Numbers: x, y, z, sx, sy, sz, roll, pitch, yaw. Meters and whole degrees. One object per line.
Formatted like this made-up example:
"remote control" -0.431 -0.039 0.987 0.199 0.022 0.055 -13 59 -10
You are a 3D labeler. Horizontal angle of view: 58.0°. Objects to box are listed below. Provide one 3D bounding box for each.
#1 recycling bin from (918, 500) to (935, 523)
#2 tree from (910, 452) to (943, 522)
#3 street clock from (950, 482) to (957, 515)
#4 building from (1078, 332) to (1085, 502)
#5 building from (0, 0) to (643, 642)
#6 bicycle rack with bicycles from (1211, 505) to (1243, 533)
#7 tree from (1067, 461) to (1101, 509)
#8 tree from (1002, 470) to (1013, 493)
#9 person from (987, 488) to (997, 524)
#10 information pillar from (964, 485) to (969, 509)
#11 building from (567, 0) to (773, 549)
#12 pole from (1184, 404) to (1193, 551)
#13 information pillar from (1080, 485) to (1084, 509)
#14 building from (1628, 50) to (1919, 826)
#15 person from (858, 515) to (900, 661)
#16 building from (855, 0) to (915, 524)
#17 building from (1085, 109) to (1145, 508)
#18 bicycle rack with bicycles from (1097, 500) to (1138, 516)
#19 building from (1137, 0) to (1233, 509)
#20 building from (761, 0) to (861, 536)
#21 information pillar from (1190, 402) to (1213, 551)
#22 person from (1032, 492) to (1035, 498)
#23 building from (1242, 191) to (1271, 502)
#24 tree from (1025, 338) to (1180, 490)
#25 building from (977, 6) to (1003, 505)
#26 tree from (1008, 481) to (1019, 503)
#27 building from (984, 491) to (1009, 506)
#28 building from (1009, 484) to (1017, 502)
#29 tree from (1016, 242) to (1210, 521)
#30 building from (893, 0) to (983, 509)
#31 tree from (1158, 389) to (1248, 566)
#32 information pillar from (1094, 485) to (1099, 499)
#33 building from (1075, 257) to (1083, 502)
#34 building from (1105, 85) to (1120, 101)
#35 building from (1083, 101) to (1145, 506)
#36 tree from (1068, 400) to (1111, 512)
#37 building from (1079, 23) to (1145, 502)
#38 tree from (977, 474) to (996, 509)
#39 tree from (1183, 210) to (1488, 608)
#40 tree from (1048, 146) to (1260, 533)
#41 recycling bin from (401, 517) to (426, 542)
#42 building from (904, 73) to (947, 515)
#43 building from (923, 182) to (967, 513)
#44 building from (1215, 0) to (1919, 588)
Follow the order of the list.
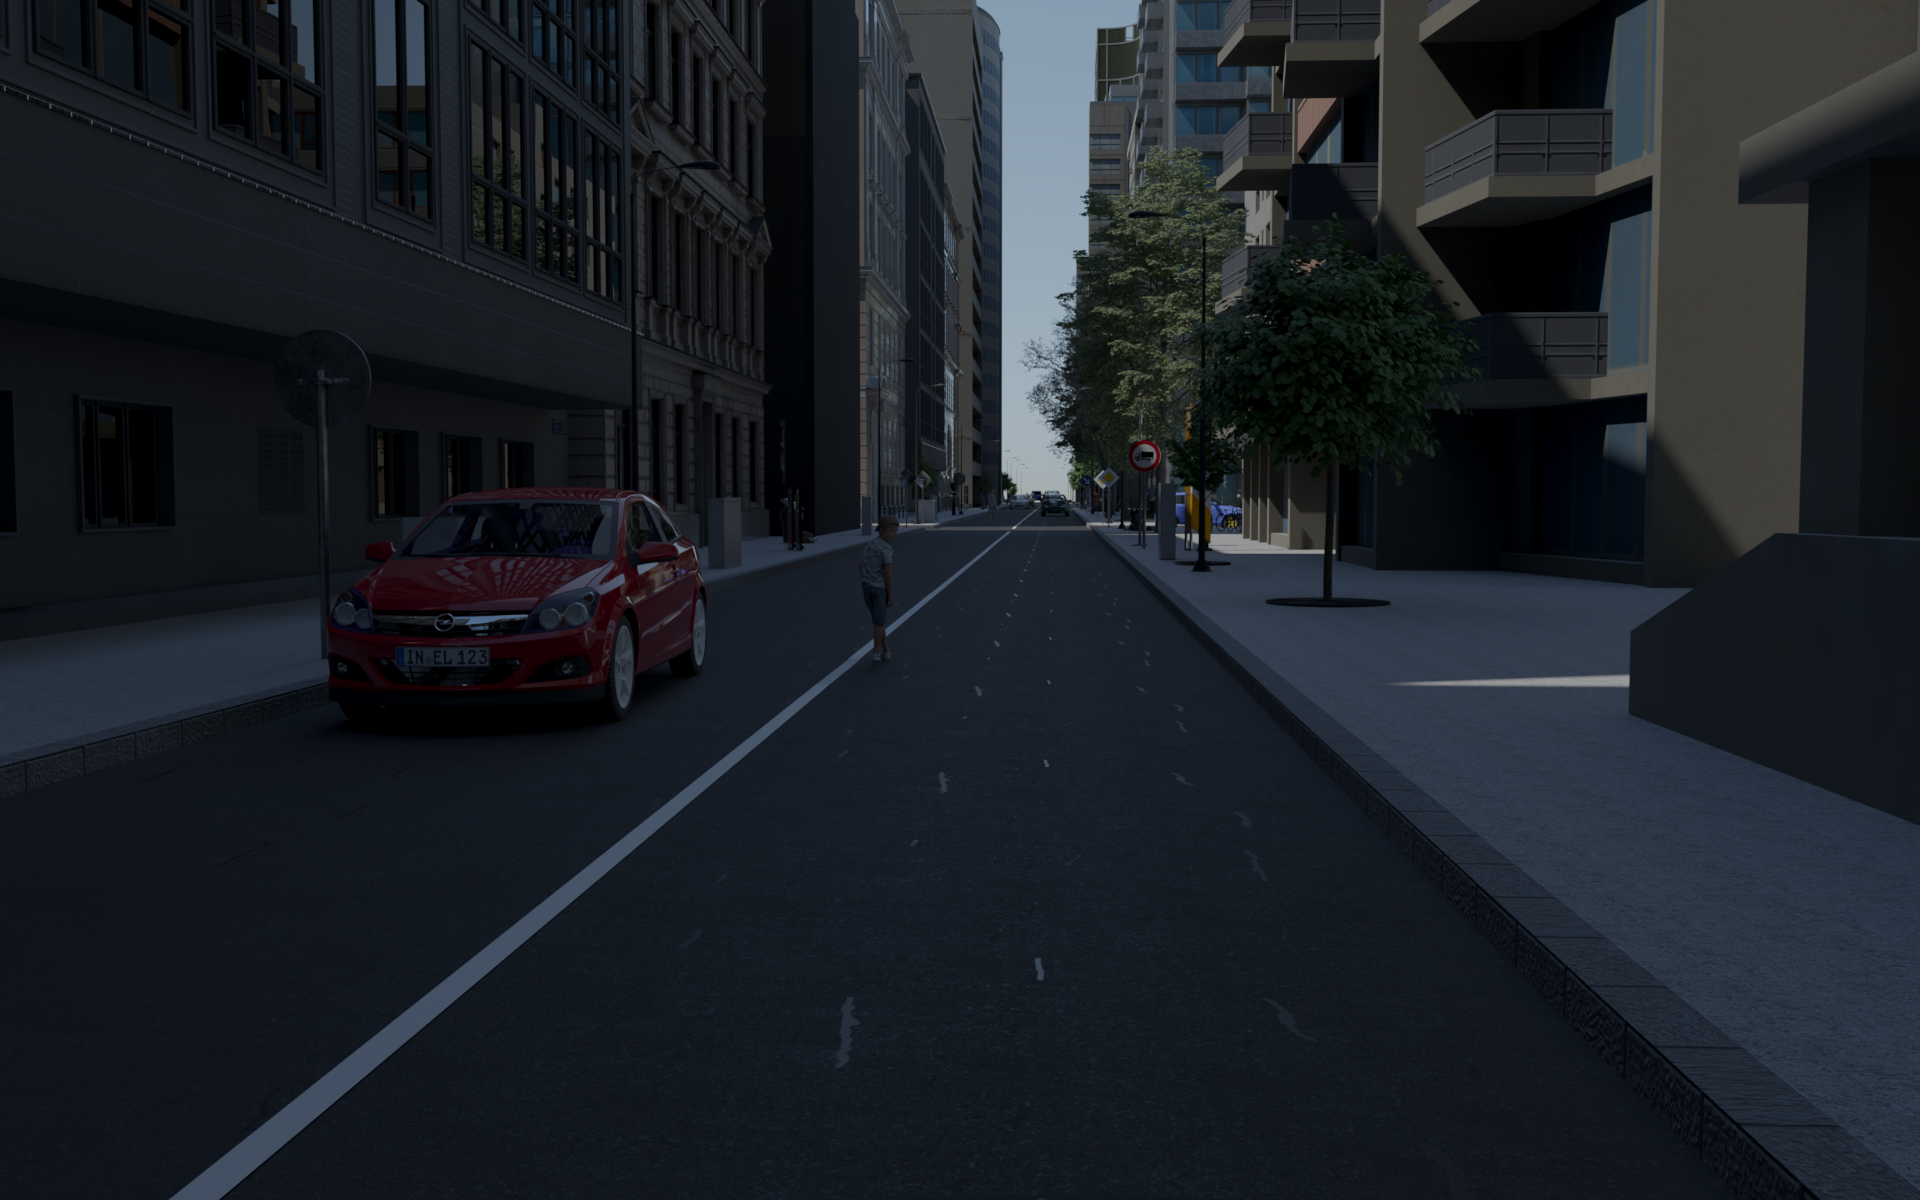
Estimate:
"recycling bin" -1.479 -3.919 76.635 0.722 1.027 0.722 0 4 2
"tree" -1.585 -5.150 78.800 1.663 3.219 1.824 0 3 0
"street clock" -0.373 -6.114 104.527 0.358 2.002 0.471 2 4 31
"building" 26.378 -31.350 284.266 14.160 30.474 14.107 0 4 3
"building" -13.360 -13.834 19.687 14.314 27.812 24.014 0 4 3
"bicycle rack with bicycles" 8.945 -2.725 57.930 2.852 0.926 2.925 -1 4 -9
"tree" 10.827 -10.171 150.003 4.285 4.588 4.351 0 3 0
"tree" 5.319 -14.742 224.752 4.285 4.588 4.351 0 3 0
"person" 1.521 -4.447 81.966 0.466 1.731 0.760 0 4 6
"information pillar" 0.519 -8.713 146.952 0.304 2.012 0.304 -3 4 -36
"building" -10.792 -10.815 41.454 10.561 19.102 19.286 0 4 3
"pole" 5.194 -2.779 39.281 0.158 3.312 0.155 0 3 0
"information pillar" 10.194 -8.606 145.195 0.304 2.012 0.304 0 4 -6
"building" 19.600 -18.911 1.074 32.217 40.220 23.993 0 4 3
"person" -0.696 -0.106 14.912 0.352 1.250 0.332 0 4 -5
"building" -9.618 -18.202 83.502 13.634 28.700 20.117 0 4 3
"building" 28.550 -28.846 163.506 32.217 40.220 23.993 0 4 3
"bicycle rack with bicycles" 9.266 -5.433 102.216 2.852 0.926 2.925 0 4 -7
"building" 24.791 -31.258 130.669 23.786 49.044 30.456 0 4 3
"building" -11.934 -13.975 58.174 15.834 23.373 12.332 0 4 3
"information pillar" 5.434 -2.911 38.952 0.504 3.616 0.183 -1 4 -18
"person" 9.836 -13.719 233.614 0.445 1.727 0.742 2 4 24
"building" 29.895 -14.645 84.485 28.899 21.520 27.650 0 4 3
"tree" 8.053 -9.824 95.029 8.767 10.594 7.601 -1 4 -13
"building" -5.853 -40.686 207.213 21.231 58.520 28.212 0 4 3
"tree" 7.839 -15.869 254.059 1.663 3.219 1.824 0 3 0
"building" -9.937 -33.813 244.725 32.217 40.220 23.993 0 4 3
"building" -6.644 -36.736 292.513 32.217 40.220 23.993 0 4 3
"tree" 7.858 -10.555 82.941 12.009 13.543 11.850 0 3 0
"building" -9.031 -32.713 158.556 21.300 48.544 21.600 0 4 3
"tree" 4.339 -2.256 31.490 1.663 3.219 1.824 0 3 0
"information pillar" 10.798 -8.104 136.985 0.304 2.012 0.304 -1 4 -9
"building" 26.942 -37.607 298.463 14.154 41.232 14.086 0 4 3
"building" 26.858 -35.805 205.017 23.786 49.044 30.456 0 4 3
"building" 20.546 -30.565 183.338 14.154 41.232 14.086 0 4 3
"tree" 9.141 -10.472 121.577 4.737 8.622 4.395 0 3 0
"building" 28.729 -50.594 265.456 20.563 71.187 20.611 0 4 3
"tree" 2.324 -9.663 152.593 1.663 3.219 1.824 0 3 0
"tree" 4.327 -2.223 20.062 4.285 4.588 4.351 0 3 0
"tree" 6.803 -8.468 56.586 7.486 12.596 7.792 0 3 0
"recycling bin" -5.525 -0.375 18.691 0.722 1.027 0.722 1 4 13
"building" -8.625 -19.084 105.534 14.314 27.812 24.014 0 4 3
"building" -6.353 -20.415 131.044 12.463 27.353 25.104 0 4 3
"building" 17.045 -23.295 35.493 22.147 44.769 28.867 0 4 3
